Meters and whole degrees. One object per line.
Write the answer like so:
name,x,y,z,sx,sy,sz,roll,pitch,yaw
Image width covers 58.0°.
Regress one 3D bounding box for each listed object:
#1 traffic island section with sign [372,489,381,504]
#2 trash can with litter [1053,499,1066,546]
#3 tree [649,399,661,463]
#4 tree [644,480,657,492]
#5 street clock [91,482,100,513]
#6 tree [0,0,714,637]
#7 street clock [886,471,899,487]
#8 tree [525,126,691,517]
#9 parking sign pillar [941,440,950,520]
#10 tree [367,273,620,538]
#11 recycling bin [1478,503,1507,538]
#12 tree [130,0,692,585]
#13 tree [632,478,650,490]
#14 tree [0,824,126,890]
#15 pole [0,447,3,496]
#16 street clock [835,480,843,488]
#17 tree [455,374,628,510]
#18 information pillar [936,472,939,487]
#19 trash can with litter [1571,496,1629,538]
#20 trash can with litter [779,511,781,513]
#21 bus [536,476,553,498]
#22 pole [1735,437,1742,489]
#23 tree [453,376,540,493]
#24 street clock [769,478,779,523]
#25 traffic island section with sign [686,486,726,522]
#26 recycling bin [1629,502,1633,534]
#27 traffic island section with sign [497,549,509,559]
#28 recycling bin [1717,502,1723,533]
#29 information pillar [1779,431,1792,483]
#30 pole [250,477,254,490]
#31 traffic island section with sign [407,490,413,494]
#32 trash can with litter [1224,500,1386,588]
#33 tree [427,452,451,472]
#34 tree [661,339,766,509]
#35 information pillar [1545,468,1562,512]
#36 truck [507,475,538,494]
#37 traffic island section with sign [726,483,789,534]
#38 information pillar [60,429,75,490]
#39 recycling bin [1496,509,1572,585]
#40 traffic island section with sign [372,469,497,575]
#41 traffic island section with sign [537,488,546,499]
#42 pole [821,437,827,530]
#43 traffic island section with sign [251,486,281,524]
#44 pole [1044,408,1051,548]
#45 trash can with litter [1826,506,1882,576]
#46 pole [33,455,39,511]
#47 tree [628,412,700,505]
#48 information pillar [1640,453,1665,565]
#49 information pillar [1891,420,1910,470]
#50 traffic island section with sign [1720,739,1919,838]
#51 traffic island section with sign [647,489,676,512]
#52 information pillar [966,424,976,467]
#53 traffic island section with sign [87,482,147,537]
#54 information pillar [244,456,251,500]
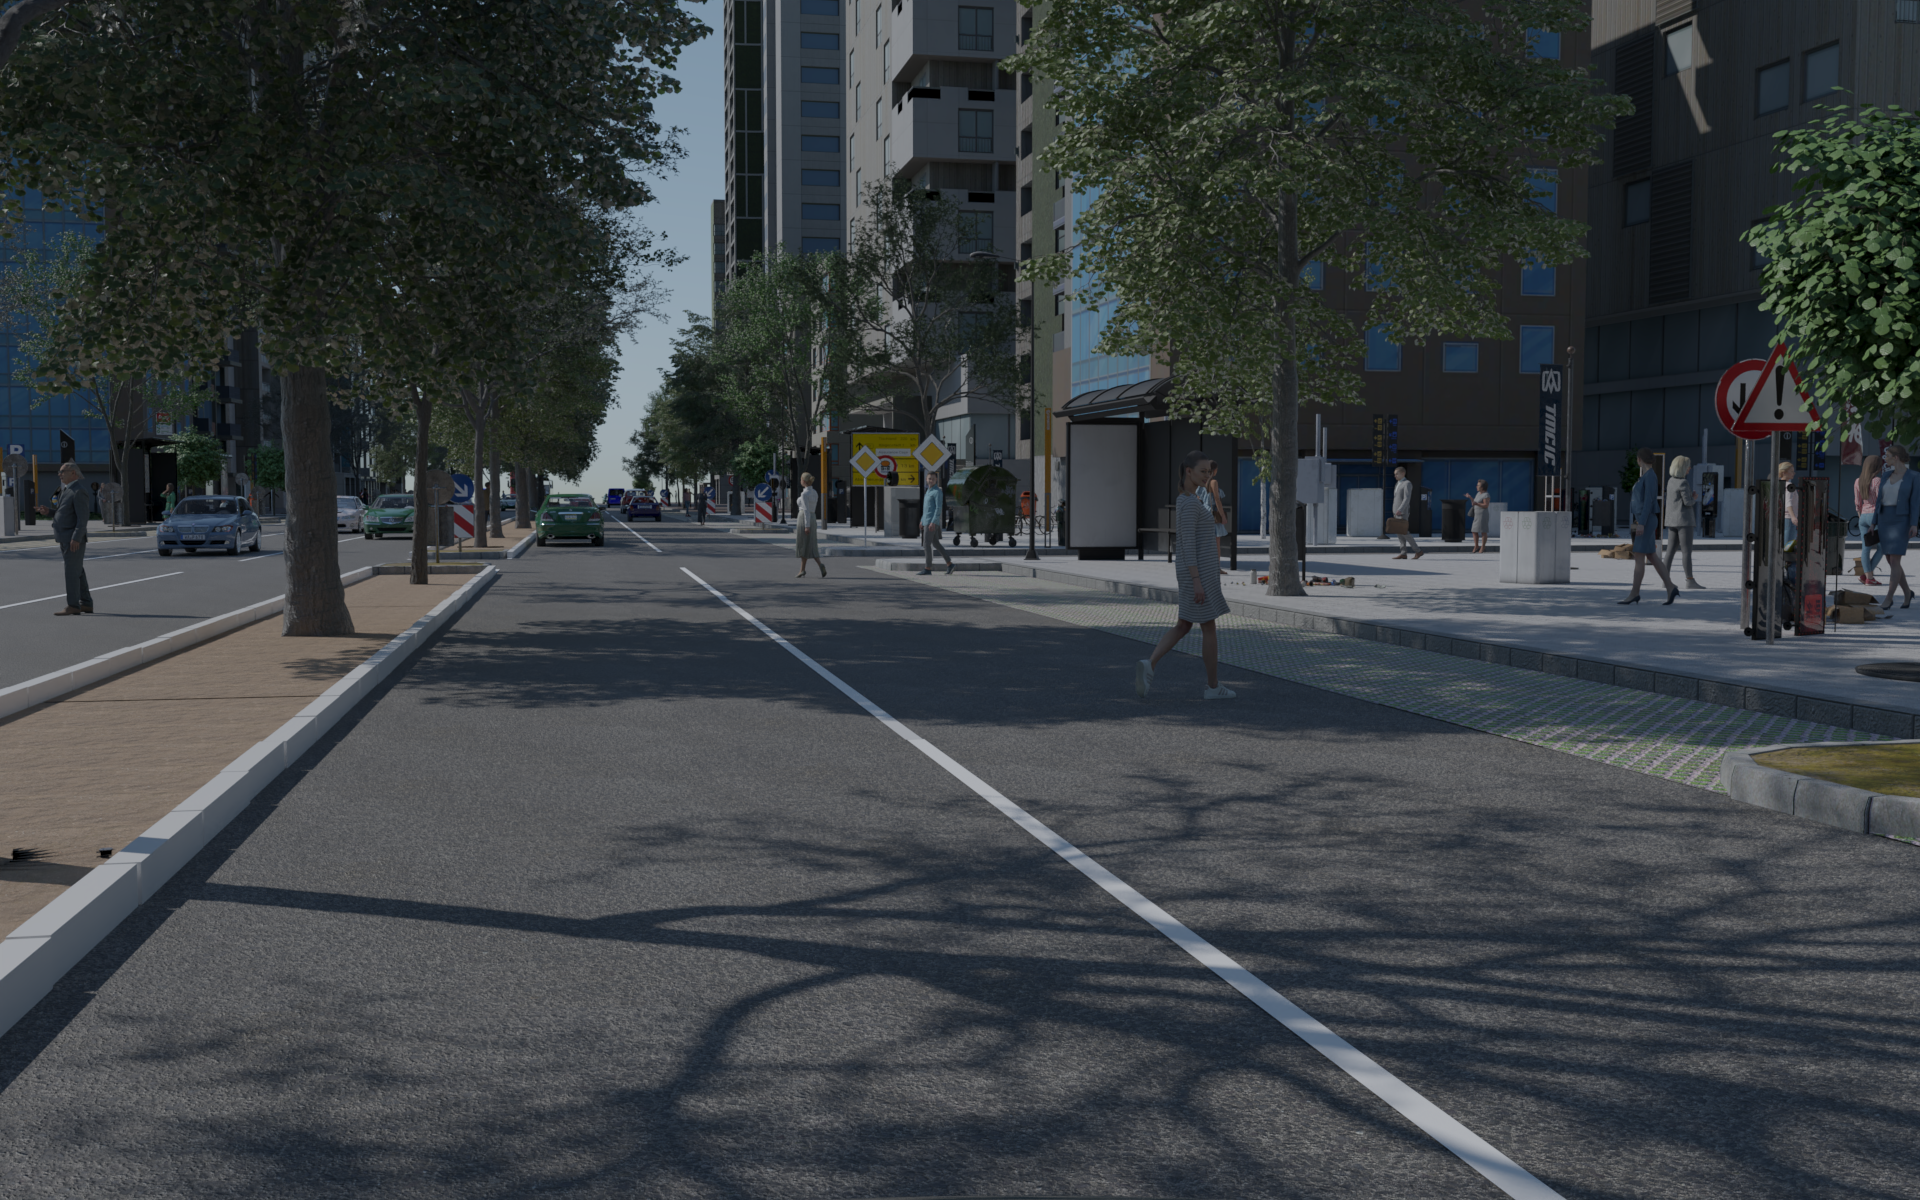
traffic island section with sign,-44.869,-7.620,133.211,1.989,1.847,2.006,-1,4,-12
trash can with litter,2.859,-1.907,42.570,1.055,1.170,0.624,-1,4,-11
tree,-21.883,-13.813,143.976,7.486,12.596,7.792,0,3,0
tree,-42.854,-15.065,240.917,1.663,3.219,1.824,0,3,0
street clock,-51.980,-6.091,104.150,0.471,2.002,0.358,-2,4,-26
tree,-6.498,-6.604,17.084,9.857,13.997,8.962,0,3,0
street clock,-2.127,-3.072,54.794,0.358,2.002,0.471,-2,4,-27
tree,-19.532,-13.687,82.122,12.611,20.169,13.585,0,3,0
parking sign pillar,-0.706,-6.037,87.170,1.447,3.967,1.447,0,4,6
tree,-14.851,-8.246,55.405,7.486,12.596,7.792,0,3,0
recycling bin,15.802,-2.374,51.376,0.722,1.027,0.722,2,4,27
tree,-8.490,-5.493,26.679,8.767,10.594,7.601,-1,4,-12
tree,-47.029,-16.651,255.954,4.285,4.588,4.351,0,3,0
tree,-3.957,-5.722,6.380,12.009,13.543,11.850,0,3,0
pole,-41.680,-4.983,75.315,0.158,3.312,0.155,0,3,0
street clock,-6.133,-5.131,88.470,0.471,2.002,0.358,-3,4,-37
tree,-25.108,-11.257,103.524,9.611,12.733,9.660,0,3,0
information pillar,-0.855,-3.271,57.970,0.304,2.012,0.304,0,4,3
trash can with litter,18.553,-2.454,51.182,2.233,1.210,1.678,2,4,24
trash can with litter,-12.533,-6.345,114.793,2.233,1.210,1.678,-2,4,-27
bus,-57.614,-15.124,238.819,2.896,3.916,12.252,-1,4,-11
pole,26.237,-3.948,58.401,0.158,3.312,0.155,0,3,0
tree,-16.787,-6.689,62.183,4.737,8.622,4.395,0,3,0
street clock,-8.382,-4.500,78.143,0.358,2.002,0.471,-3,5,-41
traffic island section with sign,-13.153,-4.961,89.742,1.989,1.847,2.006,-1,4,-12
recycling bin,21.913,-2.626,55.485,0.722,1.027,0.722,3,4,36
traffic island section with sign,-11.160,-1.876,38.805,2.006,1.907,1.989,-1,4,-12
recycling bin,25.392,-2.720,57.029,0.722,1.027,0.722,1,4,14
information pillar,25.334,-3.789,53.303,0.504,3.616,0.183,0,4,4
pole,-43.815,-6.932,107.188,0.158,3.312,0.155,0,3,0
traffic island section with sign,-50.811,-9.287,160.465,1.989,1.847,2.006,-1,4,-12
trash can with litter,4.865,-0.805,24.217,1.678,1.210,2.233,-3,5,-43
tree,-67.305,-16.690,223.240,4.360,8.622,3.978,0,3,0
tree,-17.810,-12.776,127.012,7.486,12.596,7.792,0,3,0
information pillar,16.769,-2.721,48.985,0.304,2.012,0.304,-2,4,-23
truck,-42.476,-10.977,168.391,2.839,4.237,11.283,-1,4,-14
traffic island section with sign,-7.348,-3.332,63.105,1.989,1.847,2.006,-1,4,-12
information pillar,-32.057,-4.337,62.256,0.504,3.616,0.183,0,4,-7
recycling bin,8.296,-0.760,24.975,0.722,1.027,0.722,-2,4,-30
traffic island section with sign,-9.590,-1.433,31.565,2.006,1.907,1.989,-1,4,-12
traffic island section with sign,-27.187,-6.366,112.221,2.006,1.907,1.989,-1,4,-12
pole,-4.864,-4.168,61.983,0.158,3.312,0.155,0,3,0
traffic island section with sign,-34.219,-4.634,84.397,1.989,1.847,2.006,-1,4,-12
pole,2.088,-2.892,41.123,0.158,3.312,0.155,0,3,0
trash can with litter,13.997,-0.978,27.375,1.055,1.170,0.624,2,4,30
pole,-47.983,-5.876,89.914,0.158,3.312,0.155,0,3,0
tree,-34.074,-17.354,200.750,9.611,12.733,9.660,0,3,0
information pillar,12.464,-1.635,31.224,0.304,2.012,0.304,0,4,-7
information pillar,26.210,-3.485,48.334,0.504,3.616,0.183,0,4,-4
traffic island section with sign,4.690,0.045,7.897,1.989,1.847,2.006,-1,4,-12
traffic island section with sign,-23.860,-7.961,138.792,1.989,1.847,2.006,-1,4,-12
information pillar,0.363,-4.066,57.836,0.183,3.616,0.504,-2,4,-35
traffic island section with sign,-28.465,-3.023,58.061,1.989,1.847,2.006,-1,4,-12
information pillar,-43.480,-6.991,105.650,0.183,3.616,0.504,1,4,13
